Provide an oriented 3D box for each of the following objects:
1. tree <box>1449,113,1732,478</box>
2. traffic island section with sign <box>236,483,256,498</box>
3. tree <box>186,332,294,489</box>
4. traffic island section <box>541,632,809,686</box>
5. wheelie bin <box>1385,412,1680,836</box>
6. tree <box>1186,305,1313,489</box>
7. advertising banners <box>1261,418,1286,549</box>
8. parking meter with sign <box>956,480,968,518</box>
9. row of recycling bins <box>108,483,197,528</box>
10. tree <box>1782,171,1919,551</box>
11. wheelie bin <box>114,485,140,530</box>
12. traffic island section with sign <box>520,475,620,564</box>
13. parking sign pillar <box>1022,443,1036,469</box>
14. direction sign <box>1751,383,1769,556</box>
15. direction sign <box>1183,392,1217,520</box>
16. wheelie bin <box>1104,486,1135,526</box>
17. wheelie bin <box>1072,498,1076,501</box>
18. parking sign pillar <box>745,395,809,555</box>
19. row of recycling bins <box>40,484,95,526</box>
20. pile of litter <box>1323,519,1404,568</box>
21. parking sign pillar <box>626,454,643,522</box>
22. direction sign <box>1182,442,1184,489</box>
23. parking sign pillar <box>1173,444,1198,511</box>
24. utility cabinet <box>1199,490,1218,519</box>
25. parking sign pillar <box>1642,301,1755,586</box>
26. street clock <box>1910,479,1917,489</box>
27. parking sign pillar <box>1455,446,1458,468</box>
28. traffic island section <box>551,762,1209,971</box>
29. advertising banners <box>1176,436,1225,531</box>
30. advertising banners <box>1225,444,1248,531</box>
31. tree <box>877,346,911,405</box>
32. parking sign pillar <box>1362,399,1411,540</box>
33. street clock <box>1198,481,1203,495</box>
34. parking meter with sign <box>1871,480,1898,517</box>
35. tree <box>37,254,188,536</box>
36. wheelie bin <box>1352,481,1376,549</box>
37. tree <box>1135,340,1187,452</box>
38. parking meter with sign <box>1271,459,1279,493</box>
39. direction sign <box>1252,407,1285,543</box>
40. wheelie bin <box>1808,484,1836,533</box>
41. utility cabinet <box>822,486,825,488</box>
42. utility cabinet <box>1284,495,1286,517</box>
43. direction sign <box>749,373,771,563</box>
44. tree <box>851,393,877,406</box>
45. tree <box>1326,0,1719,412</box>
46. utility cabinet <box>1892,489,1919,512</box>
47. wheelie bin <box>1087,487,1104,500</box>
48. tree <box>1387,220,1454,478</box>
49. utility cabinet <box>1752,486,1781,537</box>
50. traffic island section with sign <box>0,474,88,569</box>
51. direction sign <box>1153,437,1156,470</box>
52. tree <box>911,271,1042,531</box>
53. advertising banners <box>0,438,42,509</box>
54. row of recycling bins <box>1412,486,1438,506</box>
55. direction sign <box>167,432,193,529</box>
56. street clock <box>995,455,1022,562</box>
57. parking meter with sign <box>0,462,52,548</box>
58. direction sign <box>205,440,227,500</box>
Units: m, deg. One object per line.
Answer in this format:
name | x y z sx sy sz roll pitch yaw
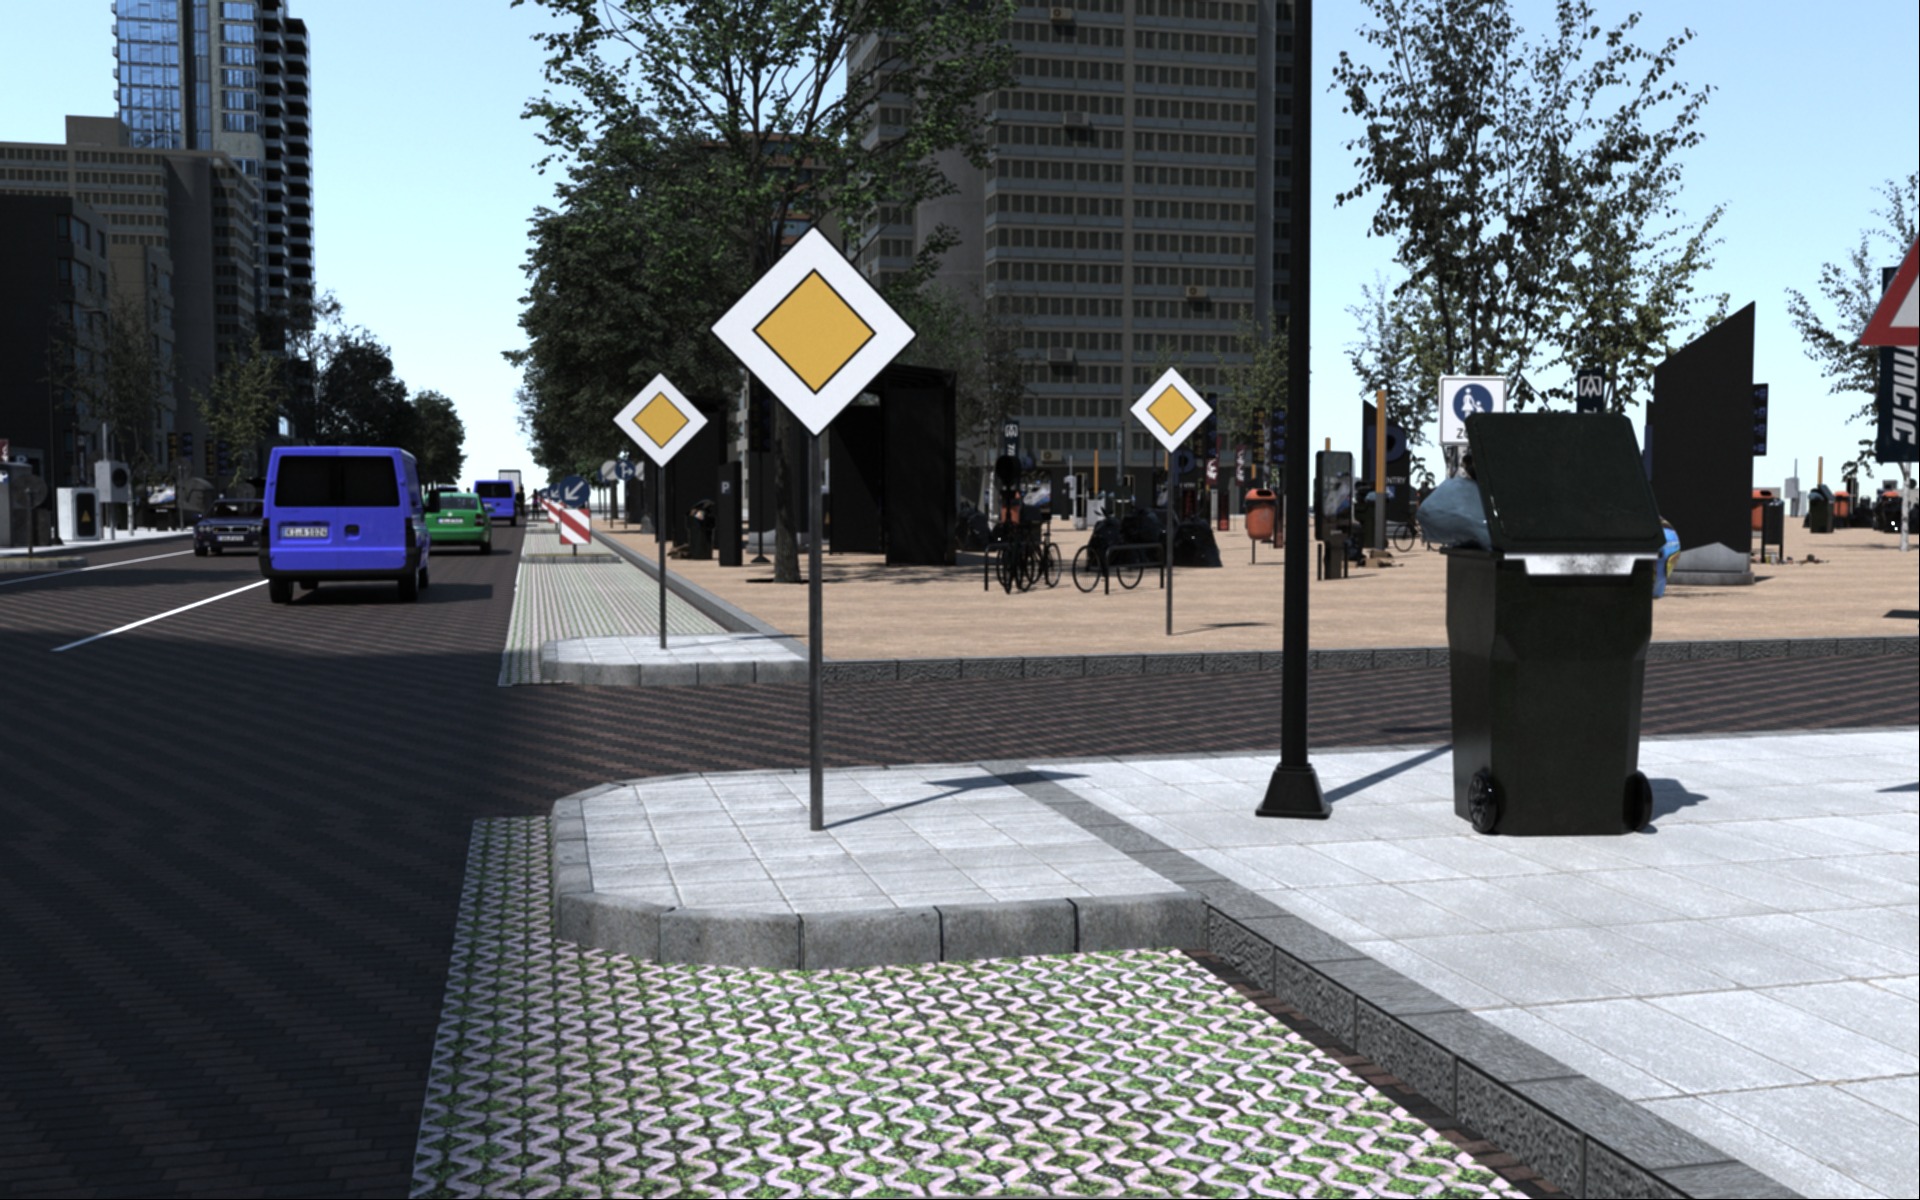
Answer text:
tree | 13.027 -5.153 34.620 4.737 8.622 4.395 0 3 0
traffic island section with sign | -24.753 -3.144 60.035 1.989 1.847 2.006 -1 4 -14
tree | -32.308 -7.813 78.112 4.737 8.622 4.395 0 3 0
traffic island section | -2.443 0.483 14.386 2.009 0.180 2.903 -1 4 -14
wheelie bin | 2.234 0.073 6.712 0.980 1.594 0.693 0 4 -3
tree | 11.721 -7.109 66.589 4.737 8.622 4.395 0 3 0
advertising banners | 7.548 -2.733 40.874 0.090 3.025 2.074 2 4 35
parking meter with sign | -0.293 -5.863 92.123 0.543 3.016 1.738 3 5 43
row of recycling bins | -31.163 -3.680 67.284 3.534 1.692 1.069 -2 4 -25
tree | 21.083 -5.411 38.838 4.360 8.622 3.978 0 3 0
wheelie bin | -29.764 -3.287 61.659 0.980 1.594 0.693 -3 5 -39
traffic island section with sign | -8.195 -1.690 36.266 1.989 1.847 2.006 -1 4 -14
parking sign pillar | 3.614 -6.244 90.565 1.447 3.967 1.447 -1 4 -13
direction sign | 16.267 -2.679 35.794 0.379 3.537 0.876 -2 4 -28
direction sign | 5.459 -2.854 38.666 0.379 3.537 0.876 3 5 42
wheelie bin | 5.965 -3.436 64.085 0.980 1.594 0.693 0 4 -2
wheelie bin | 6.291 -5.058 90.612 0.693 1.594 0.980 -1 4 -21
parking sign pillar | -3.900 -2.983 37.241 1.447 3.967 1.447 2 4 25
row of recycling bins | -35.745 -3.778 68.885 3.534 1.692 1.069 0 4 7
pile of litter | 7.125 -1.012 30.512 1.719 0.858 1.176 -1 4 -20
parking sign pillar | -14.844 -5.630 80.530 1.447 3.967 1.447 -2 4 -28
direction sign | 7.368 -3.994 57.293 0.379 3.537 0.876 1 4 10
parking sign pillar | 9.885 -5.404 76.831 1.447 3.967 1.447 -1 4 -9
utility cabinet | 12.786 -4.930 89.285 0.318 1.500 1.173 -2 4 -32
parking sign pillar | 10.589 -2.215 24.695 1.447 3.967 1.447 2 4 31
street clock | 44.870 -4.724 81.811 0.471 2.002 0.358 0 3 0
parking sign pillar | 21.678 -5.222 73.844 1.447 3.967 1.447 -1 4 -9
traffic island section | -0.529 0.957 6.633 2.009 0.180 2.903 -1 4 -14
advertising banners | 6.901 -3.435 52.354 2.074 3.025 0.090 2 4 24
advertising banners | 9.124 -3.909 60.098 2.074 3.025 0.090 -2 4 -27
tree | -0.830 -7.301 69.741 4.360 8.622 3.978 0 3 0
parking sign pillar | 12.144 -3.725 49.371 1.447 3.967 1.447 -1 4 -10
street clock | 13.224 -5.563 95.520 0.471 2.002 0.358 2 4 28
parking meter with sign | 50.887 -6.025 94.770 1.738 3.016 0.543 3 4 38
tree | -25.524 -6.265 52.795 4.360 8.622 3.978 0 3 0
wheelie bin | 9.703 -2.015 40.852 0.693 1.594 0.980 -2 4 -28
tree | 10.206 -8.082 82.499 4.737 8.622 4.395 0 3 0
parking meter with sign | 15.818 -5.559 87.146 0.543 3.016 1.738 1 4 18
direction sign | 8.045 -3.254 45.208 0.876 3.537 0.379 -1 4 -9
wheelie bin | 28.151 -2.980 56.636 0.980 1.594 0.693 -3 5 -41
utility cabinet | -3.744 -2.342 46.964 1.173 1.500 0.318 -2 4 -24
utility cabinet | 18.645 -5.253 97.048 1.020 1.237 0.306 1 4 23
direction sign | -3.716 -2.458 32.191 0.379 3.537 0.876 1 4 18
tree | -4.341 -7.712 76.445 4.360 8.622 3.978 0 3 0
tree | 5.930 -4.241 19.704 4.360 8.622 3.978 0 3 0
utility cabinet | 41.770 -4.138 76.341 1.173 1.500 0.318 3 5 42
wheelie bin | 6.435 -4.539 82.126 0.980 1.594 0.693 0 4 2
tree | 12.522 -5.710 43.714 4.737 8.622 4.395 0 3 0
utility cabinet | 23.302 -2.565 50.612 1.173 1.500 0.318 2 4 30
traffic island section with sign | -18.281 -1.544 33.865 1.989 1.847 2.006 -1 4 -14
direction sign | 7.419 -4.530 66.061 0.379 3.537 0.876 0 4 2
tree | 0.954 -6.556 57.556 4.360 8.622 3.978 0 3 0
advertising banners | -29.378 -3.544 54.139 2.074 3.025 0.090 2 4 30
row of recycling bins | 24.513 -5.241 92.796 3.534 1.692 1.069 -1 4 -20
direction sign | -28.731 -4.396 63.864 0.876 3.537 0.379 -3 5 -42
street clock | 0.899 -1.684 32.110 0.471 2.002 0.358 3 5 44
parking meter with sign | -22.756 -2.783 41.765 0.543 3.016 1.738 1 4 16
direction sign | -31.373 -4.960 73.092 0.379 3.537 0.876 3 5 43
